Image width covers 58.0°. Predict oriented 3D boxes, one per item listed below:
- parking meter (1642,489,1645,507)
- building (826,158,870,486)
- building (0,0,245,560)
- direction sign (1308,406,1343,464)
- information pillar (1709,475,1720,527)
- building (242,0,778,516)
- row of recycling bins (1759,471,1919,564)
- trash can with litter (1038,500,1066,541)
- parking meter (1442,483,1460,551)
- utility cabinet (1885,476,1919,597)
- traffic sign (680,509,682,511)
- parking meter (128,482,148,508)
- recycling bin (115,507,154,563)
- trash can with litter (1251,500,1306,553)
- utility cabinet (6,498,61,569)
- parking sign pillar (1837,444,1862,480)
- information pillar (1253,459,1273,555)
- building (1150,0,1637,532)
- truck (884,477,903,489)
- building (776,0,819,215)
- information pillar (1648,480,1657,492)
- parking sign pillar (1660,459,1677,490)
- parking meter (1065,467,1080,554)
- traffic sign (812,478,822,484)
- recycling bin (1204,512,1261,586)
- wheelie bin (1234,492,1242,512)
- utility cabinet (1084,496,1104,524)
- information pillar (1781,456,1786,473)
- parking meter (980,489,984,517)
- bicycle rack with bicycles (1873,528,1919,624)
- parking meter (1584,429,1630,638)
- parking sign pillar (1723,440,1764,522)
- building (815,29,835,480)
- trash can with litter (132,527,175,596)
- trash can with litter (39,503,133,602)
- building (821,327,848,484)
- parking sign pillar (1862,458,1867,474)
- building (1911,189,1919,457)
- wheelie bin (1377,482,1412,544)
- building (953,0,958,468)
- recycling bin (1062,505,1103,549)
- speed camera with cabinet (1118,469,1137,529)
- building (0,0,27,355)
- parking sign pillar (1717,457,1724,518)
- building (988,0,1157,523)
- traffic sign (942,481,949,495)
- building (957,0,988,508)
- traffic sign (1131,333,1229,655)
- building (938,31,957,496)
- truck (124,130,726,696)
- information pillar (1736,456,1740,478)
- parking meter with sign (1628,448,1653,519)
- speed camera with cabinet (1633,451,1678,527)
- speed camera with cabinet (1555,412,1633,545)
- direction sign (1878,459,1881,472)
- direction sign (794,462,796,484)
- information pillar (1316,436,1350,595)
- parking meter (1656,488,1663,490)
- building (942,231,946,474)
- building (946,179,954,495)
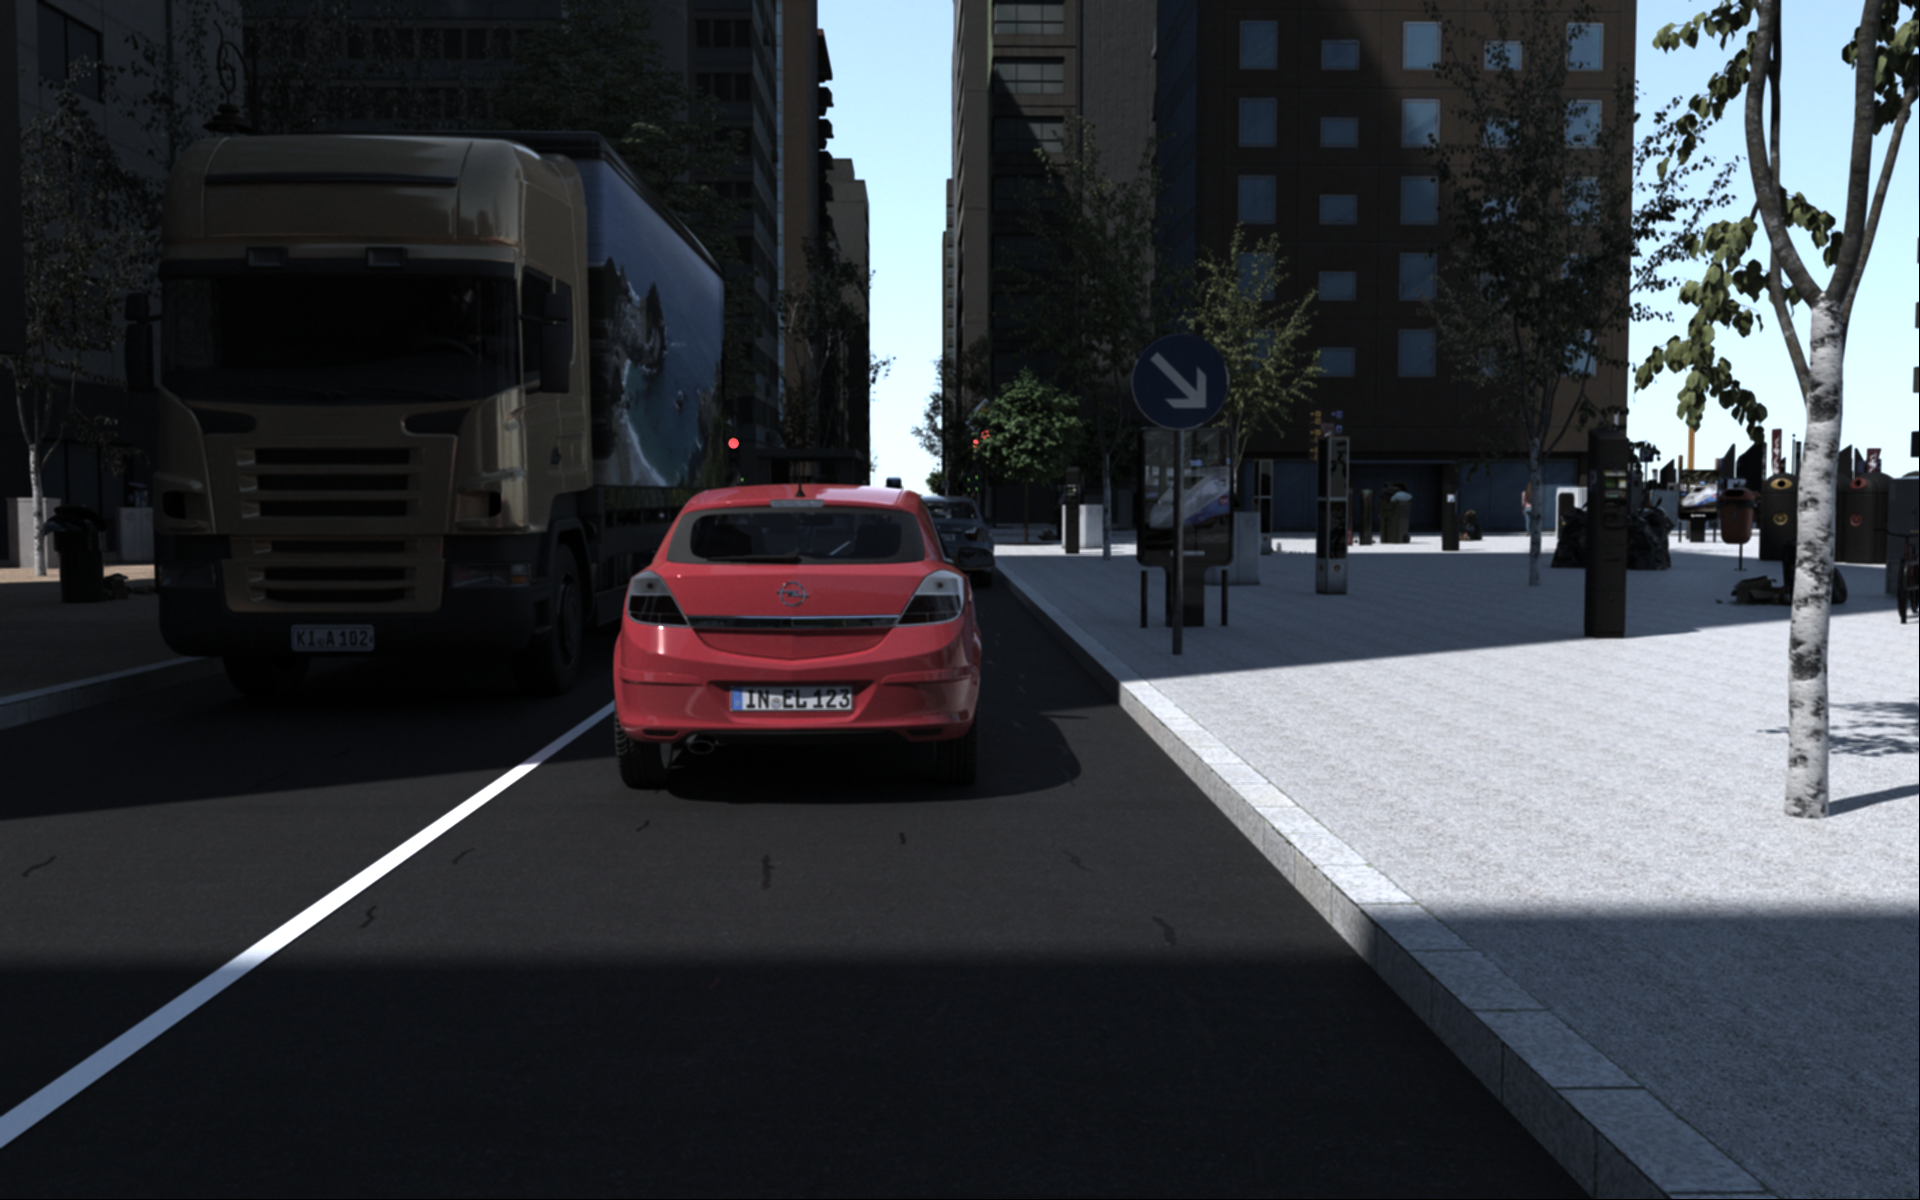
[{"bbox_3d":[33.912,-4.762,86.271,0.372,1.533,0.369,0,3,0],"label":"parking meter"},{"bbox_3d":[-24.139,-38.470,252.679,21.300,48.544,21.600,0,4,-1],"label":"building"},{"bbox_3d":[-28.998,-36.560,36.011,20.611,71.187,20.563,0,4,-1],"label":"building"},{"bbox_3d":[9.459,-3.232,44.847,0.876,3.537,0.379,0,4,3],"label":"direction sign"},{"bbox_3d":[29.190,-3.825,67.034,0.304,2.012,0.304,1,4,11],"label":"information pillar"},{"bbox_3d":[-20.196,-23.112,69.764,32.217,40.220,23.993,0,4,-1],"label":"building"},{"bbox_3d":[16.602,-1.545,32.372,1.069,1.692,3.534,-2,4,-29],"label":"row of recycling bins"},{"bbox_3d":[2.716,-2.231,47.860,1.055,1.170,0.624,-2,4,-25],"label":"trash can with litter"},{"bbox_3d":[11.091,-1.878,39.108,0.372,1.533,0.369,0,3,0],"label":"parking meter"},{"bbox_3d":[11.799,-0.769,21.256,0.318,1.500,1.173,0,4,3],"label":"utility cabinet"},{"bbox_3d":[-7.392,-2.805,45.961,0.768,2.556,0.104,0,4,2],"label":"traffic sign"},{"bbox_3d":[-17.207,-1.705,36.280,0.372,1.533,0.369,0,3,0],"label":"parking meter"},{"bbox_3d":[-15.486,-1.229,32.655,0.722,1.027,0.722,-2,4,-32],"label":"recycling bin"},{"bbox_3d":[6.623,-1.682,38.565,1.678,1.210,2.233,-1,4,-10],"label":"trash can with litter"},{"bbox_3d":[-16.048,-1.155,30.049,1.020,1.237,0.306,2,4,25],"label":"utility cabinet"},{"bbox_3d":[47.794,-6.464,94.159,1.447,3.967,1.447,-3,5,-42],"label":"parking sign pillar"},{"bbox_3d":[6.400,-1.964,36.608,0.304,2.012,0.304,-1,4,-13],"label":"information pillar"},{"bbox_3d":[14.982,-25.273,63.318,14.200,45.320,14.600,0,4,-1],"label":"building"},{"bbox_3d":[-10.678,-17.804,280.851,2.967,4.110,18.799,0,4,-2],"label":"truck"},{"bbox_3d":[-18.728,-29.954,139.856,14.600,45.320,14.200,0,4,-1],"label":"building"},{"bbox_3d":[35.628,-5.177,89.138,0.304,2.012,0.304,-2,4,-26],"label":"information pillar"},{"bbox_3d":[54.278,-8.826,132.771,1.447,3.967,1.447,-1,4,-22],"label":"parking sign pillar"},{"bbox_3d":[2.410,-1.920,37.099,0.255,1.863,0.399,1,4,12],"label":"parking meter"},{"bbox_3d":[-8.827,-6.409,106.916,0.606,2.300,0.079,0,4,3],"label":"traffic sign"},{"bbox_3d":[3.814,-0.740,24.652,0.722,1.027,0.722,-1,4,-14],"label":"recycling bin"},{"bbox_3d":[4.127,-1.232,28.045,0.693,1.594,0.980,-1,4,-21],"label":"wheelie bin"},{"bbox_3d":[5.668,-3.826,73.721,1.020,1.237,0.306,0,4,4],"label":"utility cabinet"},{"bbox_3d":[51.281,-7.143,108.135,0.183,3.616,0.504,-3,4,-39],"label":"information pillar"},{"bbox_3d":[1.262,-5.048,90.946,0.372,1.533,0.369,0,3,0],"label":"parking meter"},{"bbox_3d":[10.382,-0.233,17.192,2.852,0.926,2.925,3,5,41],"label":"bicycle rack with bicycles"},{"bbox_3d":[5.776,-0.597,15.469,0.255,1.863,0.399,0,4,1],"label":"parking meter"},{"bbox_3d":[36.508,-5.599,80.021,1.447,3.967,1.447,-2,4,-28],"label":"parking sign pillar"},{"bbox_3d":[-23.128,-30.993,161.364,22.147,44.769,28.867,0,4,-1],"label":"building"},{"bbox_3d":[-9.947,-0.716,22.766,1.678,1.210,2.233,2,4,26],"label":"trash can with litter"},{"bbox_3d":[-10.450,-0.574,20.769,0.624,1.170,1.055,0,4,4],"label":"trash can with litter"},{"bbox_3d":[-26.725,-21.149,190.825,27.650,21.520,28.899,0,4,-1],"label":"building"},{"bbox_3d":[52.862,-6.915,101.539,1.447,3.967,1.447,-3,5,-42],"label":"parking sign pillar"},{"bbox_3d":[52.382,-27.286,69.835,21.600,48.544,21.300,0,4,-1],"label":"building"},{"bbox_3d":[11.268,-2.260,44.866,0.693,1.594,0.980,-3,5,-43],"label":"wheelie bin"},{"bbox_3d":[9.775,-39.862,193.749,21.231,58.520,28.212,0,4,-1],"label":"building"},{"bbox_3d":[2.887,-1.730,40.843,0.722,1.027,0.722,3,5,40],"label":"recycling bin"},{"bbox_3d":[6.511,-4.330,65.129,0.660,3.252,2.038,1,4,23],"label":"speed camera with cabinet"},{"bbox_3d":[-16.240,-21.962,9.194,14.600,45.320,14.200,0,4,-1],"label":"building"},{"bbox_3d":[40.631,-6.328,91.937,1.447,3.967,1.447,-3,5,-43],"label":"parking sign pillar"},{"bbox_3d":[8.259,-24.350,81.709,14.154,41.232,14.086,0,4,-1],"label":"building"},{"bbox_3d":[-1.086,-7.764,129.070,0.606,2.300,0.079,0,4,8],"label":"traffic sign"},{"bbox_3d":[10.657,-32.065,147.957,21.300,48.544,21.600,0,4,-1],"label":"building"},{"bbox_3d":[1.742,-0.837,13.799,0.768,2.556,0.104,0,4,5],"label":"traffic sign"},{"bbox_3d":[6.887,-50.724,267.594,20.563,71.187,20.611,0,4,-1],"label":"building"},{"bbox_3d":[-4.008,-1.638,15.701,2.839,4.237,11.283,0,4,-1],"label":"truck"},{"bbox_3d":[47.468,-6.993,105.697,0.183,3.616,0.504,0,4,2],"label":"information pillar"},{"bbox_3d":[25.046,-4.177,64.563,1.738,3.016,0.543,-2,4,-33],"label":"parking meter with sign"},{"bbox_3d":[27.328,-4.542,68.596,2.038,3.252,0.660,1,4,15],"label":"speed camera with cabinet"},{"bbox_3d":[15.199,-2.899,41.730,0.660,3.252,2.038,-1,4,-15],"label":"speed camera with cabinet"},{"bbox_3d":[58.642,-7.294,111.251,0.876,3.537,0.379,2,4,35],"label":"direction sign"},{"bbox_3d":[-8.396,-5.889,88.281,0.379,3.537,0.876,-1,4,-11],"label":"direction sign"},{"bbox_3d":[4.766,-1.081,22.173,0.304,2.012,0.304,-1,4,-17],"label":"information pillar"},{"bbox_3d":[29.327,-3.940,72.836,0.372,1.533,0.369,0,3,0],"label":"parking meter"},{"bbox_3d":[4.001,-38.874,285.691,14.600,45.320,14.200,0,4,-1],"label":"building"},{"bbox_3d":[5.156,-33.230,226.905,14.154,41.232,14.086,0,4,-1],"label":"building"}]
